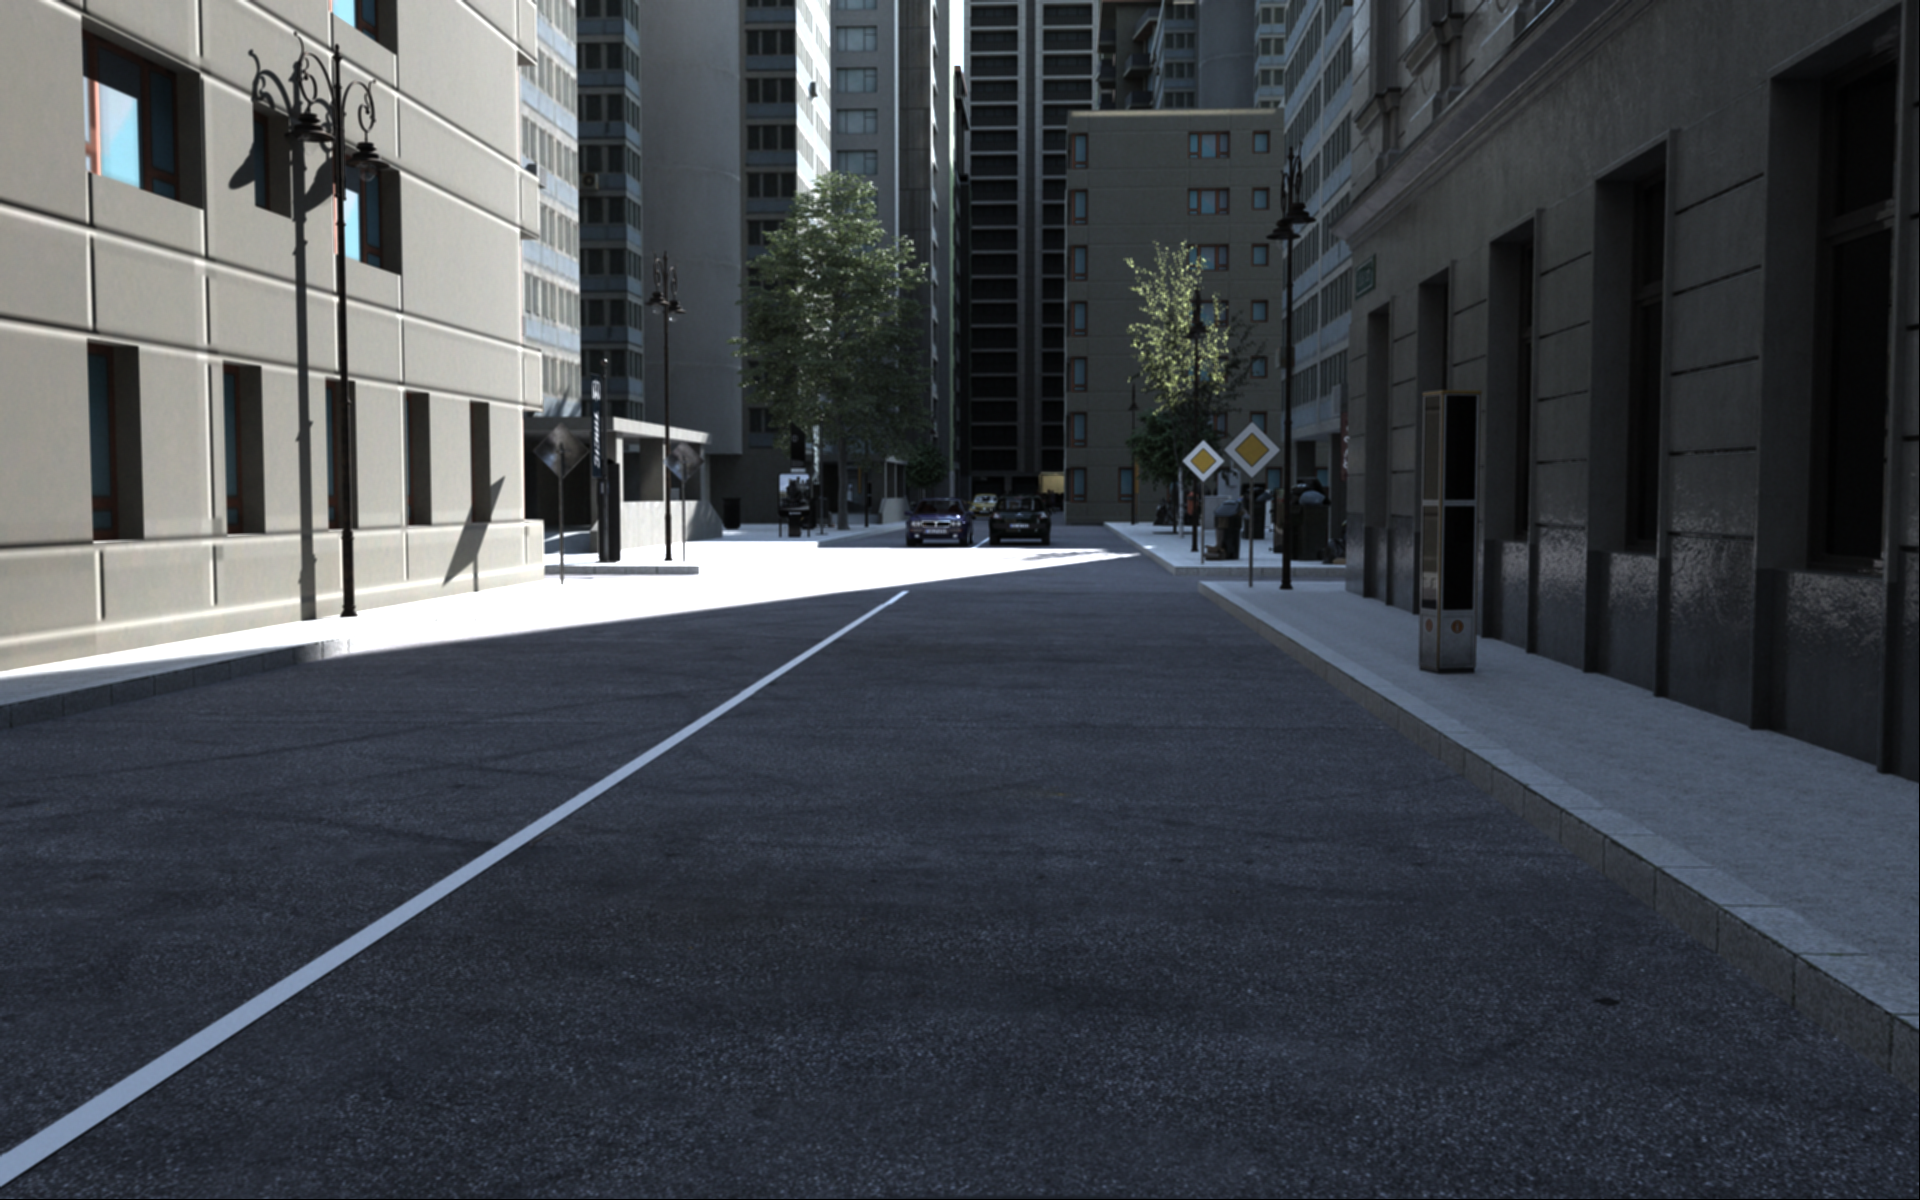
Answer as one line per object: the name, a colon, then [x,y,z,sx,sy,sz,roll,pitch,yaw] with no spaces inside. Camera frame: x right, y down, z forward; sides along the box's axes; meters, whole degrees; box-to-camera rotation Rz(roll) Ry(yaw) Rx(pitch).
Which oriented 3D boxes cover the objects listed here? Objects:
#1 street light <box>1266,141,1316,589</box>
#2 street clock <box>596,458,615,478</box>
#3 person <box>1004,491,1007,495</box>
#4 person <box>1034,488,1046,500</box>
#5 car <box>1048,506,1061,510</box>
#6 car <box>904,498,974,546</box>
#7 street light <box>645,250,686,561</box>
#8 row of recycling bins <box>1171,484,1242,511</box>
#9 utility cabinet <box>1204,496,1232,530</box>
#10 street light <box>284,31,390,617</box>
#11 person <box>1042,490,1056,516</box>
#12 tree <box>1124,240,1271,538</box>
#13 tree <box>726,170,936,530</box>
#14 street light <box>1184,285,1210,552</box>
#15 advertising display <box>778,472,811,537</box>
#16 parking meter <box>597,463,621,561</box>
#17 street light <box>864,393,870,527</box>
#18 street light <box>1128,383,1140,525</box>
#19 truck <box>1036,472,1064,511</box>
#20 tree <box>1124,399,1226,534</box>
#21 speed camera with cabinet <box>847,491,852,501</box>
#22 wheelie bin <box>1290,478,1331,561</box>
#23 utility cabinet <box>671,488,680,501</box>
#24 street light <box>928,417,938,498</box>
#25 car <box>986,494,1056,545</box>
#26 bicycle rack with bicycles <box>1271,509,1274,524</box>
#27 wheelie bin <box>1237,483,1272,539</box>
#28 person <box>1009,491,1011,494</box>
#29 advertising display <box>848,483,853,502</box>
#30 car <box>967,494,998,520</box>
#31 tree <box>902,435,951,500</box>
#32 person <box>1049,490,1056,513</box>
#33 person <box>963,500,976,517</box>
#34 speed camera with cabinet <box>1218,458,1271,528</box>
street light: [4.406,-3.084,23.212,0.468,5.910,1.993,0,4,3]
street clock: [-7.201,-1.875,35.224,0.471,2.002,0.358,-1,4,-19]
person: [4.418,-9.820,169.767,1.217,1.736,0.721,2,4,29]
person: [5.480,-6.953,122.141,1.348,1.831,0.705,1,4,19]
car: [8.709,-9.272,161.813,2.015,1.641,3.980,0,4,3]
car: [-0.548,-2.205,48.638,1.945,1.354,3.894,0,4,3]
street light: [-5.593,-3.687,33.064,0.468,5.910,1.993,0,4,3]
row of recycling bins: [10.540,-3.981,72.202,3.534,1.692,1.069,1,4,11]
utility cabinet: [9.188,-3.106,61.948,1.020,1.237,0.306,3,4,36]
street light: [-6.398,-2.763,17.967,0.468,5.910,1.993,0,4,3]
person: [5.857,-6.470,115.006,1.217,1.735,0.721,-2,4,-27]
tree: [6.523,-6.093,49.981,4.360,8.622,3.978,0,3,0]
tree: [-4.599,-8.775,61.604,7.486,12.596,7.792,0,3,0]
street light: [5.245,-4.021,38.523,0.468,5.910,1.993,0,4,3]
advertising display: [-4.942,-2.839,51.626,0.974,1.923,0.123,-1,4,-14]
parking meter: [-6.697,-1.670,33.017,0.399,1.863,0.255,2,4,29]
street light: [-3.641,-5.782,67.317,0.468,5.910,1.993,0,4,3]
street light: [7.227,-6.083,72.244,0.468,5.910,1.993,0,4,3]
truck: [8.188,-9.410,149.779,3.469,3.379,9.791,0,4,4]
tree: [6.987,-4.441,56.320,4.285,4.588,4.351,0,3,0]
speed camera with cabinet: [-6.826,-6.019,92.745,2.038,3.252,0.660,0,4,5]
wheelie bin: [6.711,-1.559,33.403,0.693,1.594,0.980,-2,4,-26]
utility cabinet: [-11.248,-3.631,68.045,1.173,1.500,0.318,1,4,20]
street light: [-1.602,-7.910,102.124,0.468,5.910,1.993,0,4,3]
car: [1.739,-2.443,49.737,2.009,1.686,4.222,0,4,3]
bicycle rack with bicycles: [12.823,-3.789,75.325,2.852,0.926,2.925,-2,4,-29]
wheelie bin: [8.371,-2.523,49.157,0.980,1.594,0.693,0,4,3]
person: [4.415,-8.630,150.279,0.721,1.739,1.217,-3,5,-43]
advertising display: [-6.616,-6.025,103.722,0.123,1.923,0.974,1,4,11]
car: [1.455,-5.347,97.648,2.015,1.641,3.980,0,4,3]
tree: [-2.197,-6.884,96.259,4.285,4.588,4.351,0,3,0]
person: [6.895,-7.333,129.307,0.541,1.710,0.530,1,4,16]
person: [0.164,-3.948,78.542,0.738,1.151,1.012,-2,4,-32]
speed camera with cabinet: [10.721,-4.338,65.258,2.038,3.252,0.660,-1,4,-23]
